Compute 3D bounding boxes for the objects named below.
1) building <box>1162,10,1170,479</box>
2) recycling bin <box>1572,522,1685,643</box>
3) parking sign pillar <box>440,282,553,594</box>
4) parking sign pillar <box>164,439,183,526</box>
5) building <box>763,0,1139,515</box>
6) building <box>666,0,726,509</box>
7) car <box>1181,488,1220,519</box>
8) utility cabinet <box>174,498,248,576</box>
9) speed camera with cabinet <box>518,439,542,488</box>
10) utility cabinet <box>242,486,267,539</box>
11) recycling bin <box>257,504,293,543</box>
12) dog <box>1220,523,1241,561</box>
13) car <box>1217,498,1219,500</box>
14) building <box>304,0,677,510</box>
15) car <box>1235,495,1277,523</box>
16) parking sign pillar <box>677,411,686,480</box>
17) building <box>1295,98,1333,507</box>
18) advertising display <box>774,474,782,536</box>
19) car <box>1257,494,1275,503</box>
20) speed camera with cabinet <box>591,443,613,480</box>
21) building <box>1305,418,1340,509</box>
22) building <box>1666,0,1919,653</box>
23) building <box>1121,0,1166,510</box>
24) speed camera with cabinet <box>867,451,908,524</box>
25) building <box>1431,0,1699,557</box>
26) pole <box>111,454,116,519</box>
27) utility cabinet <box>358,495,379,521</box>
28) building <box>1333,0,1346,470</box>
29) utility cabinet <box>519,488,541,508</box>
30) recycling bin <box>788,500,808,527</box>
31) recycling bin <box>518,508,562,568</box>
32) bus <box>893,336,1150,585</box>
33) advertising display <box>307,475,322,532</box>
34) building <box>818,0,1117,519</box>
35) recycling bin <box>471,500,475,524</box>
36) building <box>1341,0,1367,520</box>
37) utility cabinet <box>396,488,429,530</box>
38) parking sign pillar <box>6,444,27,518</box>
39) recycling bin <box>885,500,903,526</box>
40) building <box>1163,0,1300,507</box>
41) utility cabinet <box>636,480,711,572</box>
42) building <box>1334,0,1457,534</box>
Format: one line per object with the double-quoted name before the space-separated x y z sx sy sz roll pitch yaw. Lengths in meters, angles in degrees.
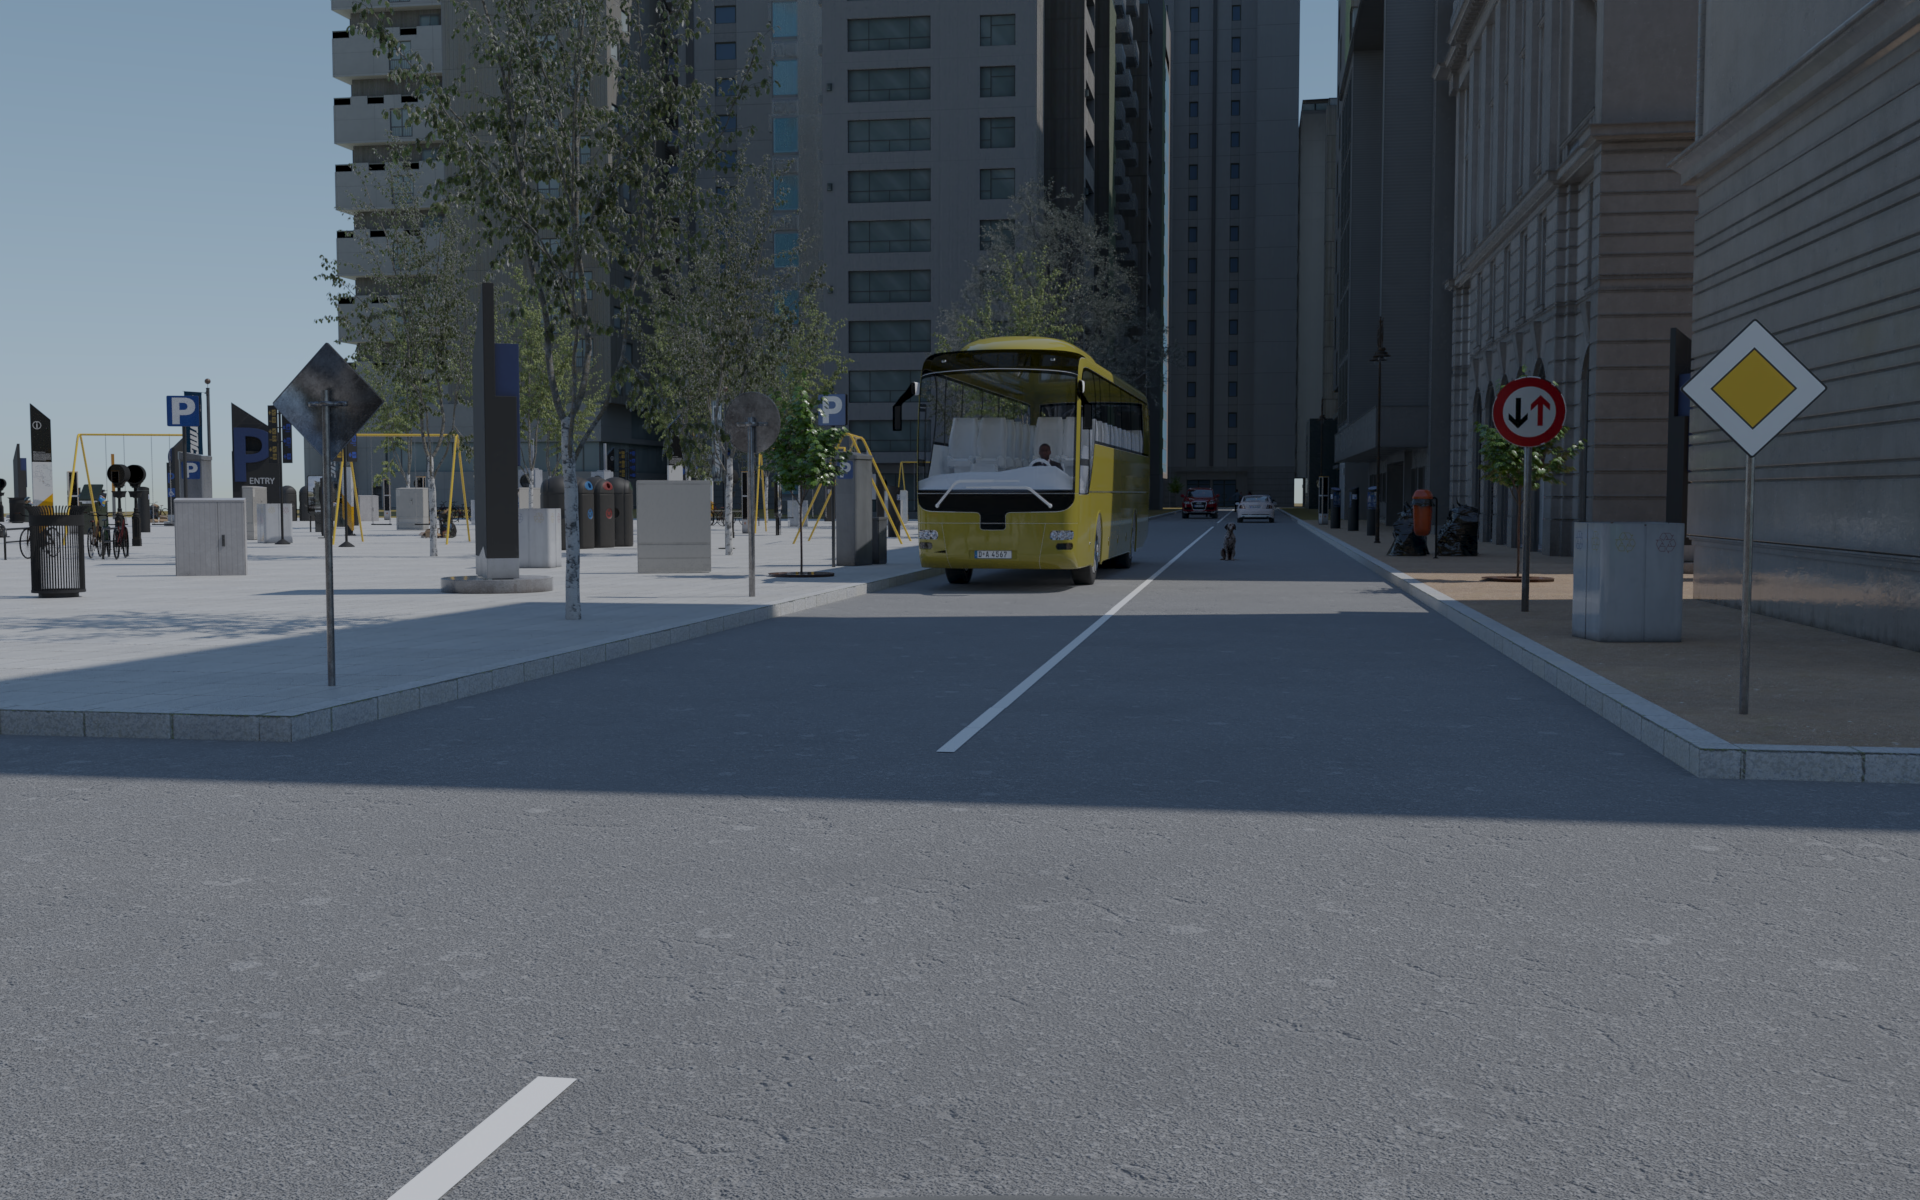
"building" 11.065 -30.801 153.714 14.200 45.320 14.600 1 4 10
"recycling bin" 5.886 -0.167 15.284 0.722 1.027 0.722 0 4 -1
"parking sign pillar" -6.125 -2.100 22.814 1.447 3.967 1.447 -1 4 -22
"parking sign pillar" -31.096 -4.940 69.243 1.447 3.967 1.447 1 4 15
"building" 0.367 -30.411 116.821 23.786 49.044 30.456 1 4 10
"building" -10.600 -37.391 153.337 28.212 58.520 21.231 1 4 10
"car" 14.195 -5.726 102.292 2.281 1.827 5.304 1 4 9
"utility cabinet" -11.779 -0.983 27.239 1.020 1.237 0.306 -1 4 -17
"speed camera with cabinet" -16.000 -4.137 61.977 2.038 3.252 0.660 1 4 14
"utility cabinet" -19.803 -2.447 48.684 0.318 1.500 1.173 0 4 -4
"recycling bin" -17.979 -2.011 45.435 0.722 1.027 0.722 -3 4 -37
"dog" 5.913 -1.267 37.559 0.513 0.831 0.800 3 4 39
"car" 19.203 -7.753 135.801 2.155 1.783 4.494 1 4 11
"building" -38.731 -34.553 154.188 27.495 52.752 28.713 1 4 10
"car" 15.006 -4.615 87.815 2.083 1.381 4.827 1 4 10
"parking sign pillar" -9.016 -4.088 55.306 1.447 3.967 1.447 -1 4 -15
"building" 40.669 -29.914 172.688 14.086 41.232 14.154 1 4 10
"advertising display" -5.658 -2.976 53.879 0.123 1.923 0.974 0 4 2
"car" 21.072 -6.687 121.330 2.014 1.417 4.499 0 4 8
"speed camera with cabinet" -14.563 -4.503 67.952 2.038 3.252 0.660 2 4 30
"building" 39.947 -50.505 138.421 22.319 86.520 31.000 1 4 10
"building" 17.759 -10.880 14.043 21.152 22.565 11.583 1 4 10
"building" 8.926 -27.802 138.163 14.154 41.232 14.086 1 4 10
"speed camera with cabinet" -3.299 -4.938 75.066 2.038 3.252 0.660 0 4 -4
"building" 19.124 -12.187 41.060 13.314 21.916 24.055 1 4 10
"pole" -42.901 -5.744 87.762 0.158 3.312 0.155 0 3 0
"utility cabinet" -27.944 -4.314 81.703 0.306 1.237 1.020 3 4 38
"building" 38.157 -31.837 109.780 28.713 52.752 27.495 1 4 10
"utility cabinet" -14.749 -3.104 59.433 0.318 1.500 1.173 3 4 37
"recycling bin" -6.416 -3.422 68.500 0.722 1.027 0.722 -1 4 -14
"recycling bin" -7.412 -1.082 30.244 0.722 1.027 0.722 0 4 4
"bus" 1.596 -2.395 30.701 2.896 3.916 12.252 1 4 11
"advertising display" -21.537 -3.244 58.256 0.974 1.923 0.123 1 4 23
"building" 0.863 -19.704 93.867 14.160 30.474 14.107 1 4 10
"recycling bin" -20.469 -3.763 74.072 0.722 1.027 0.722 -2 4 -30
"building" 27.261 -24.913 90.918 14.154 41.232 14.086 1 4 10
"utility cabinet" -19.249 -3.190 60.842 1.173 1.500 0.318 1 4 22
"parking sign pillar" -50.474 -6.393 92.996 1.447 3.967 1.447 -3 4 -38
"recycling bin" -2.723 -3.572 70.962 0.722 1.027 0.722 0 4 3
"building" 20.276 -38.924 178.403 28.212 58.520 21.231 1 4 10
"utility cabinet" -4.649 -1.190 28.138 1.173 1.500 0.318 -1 4 -12
"building" 22.765 -15.226 68.014 14.314 24.678 30.058 1 4 10
